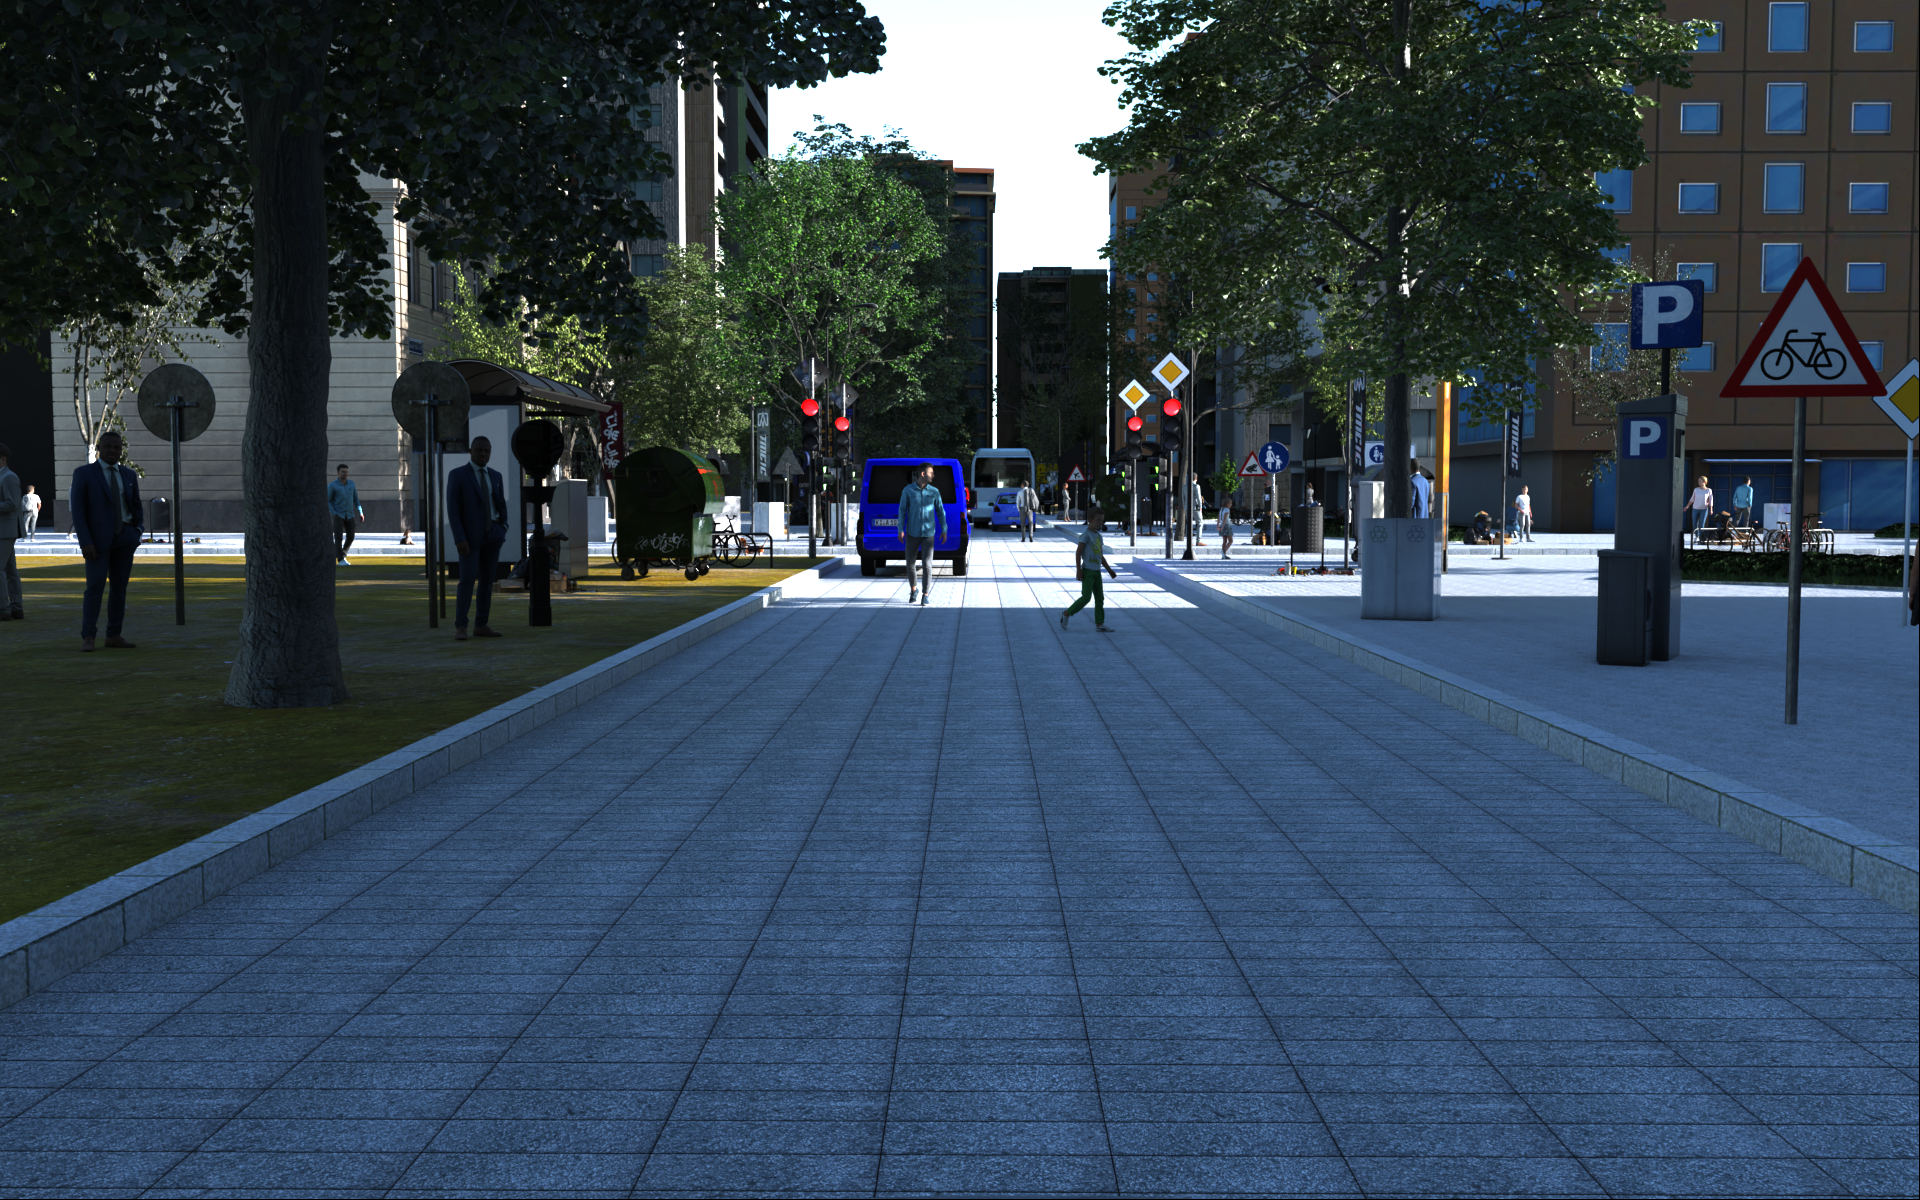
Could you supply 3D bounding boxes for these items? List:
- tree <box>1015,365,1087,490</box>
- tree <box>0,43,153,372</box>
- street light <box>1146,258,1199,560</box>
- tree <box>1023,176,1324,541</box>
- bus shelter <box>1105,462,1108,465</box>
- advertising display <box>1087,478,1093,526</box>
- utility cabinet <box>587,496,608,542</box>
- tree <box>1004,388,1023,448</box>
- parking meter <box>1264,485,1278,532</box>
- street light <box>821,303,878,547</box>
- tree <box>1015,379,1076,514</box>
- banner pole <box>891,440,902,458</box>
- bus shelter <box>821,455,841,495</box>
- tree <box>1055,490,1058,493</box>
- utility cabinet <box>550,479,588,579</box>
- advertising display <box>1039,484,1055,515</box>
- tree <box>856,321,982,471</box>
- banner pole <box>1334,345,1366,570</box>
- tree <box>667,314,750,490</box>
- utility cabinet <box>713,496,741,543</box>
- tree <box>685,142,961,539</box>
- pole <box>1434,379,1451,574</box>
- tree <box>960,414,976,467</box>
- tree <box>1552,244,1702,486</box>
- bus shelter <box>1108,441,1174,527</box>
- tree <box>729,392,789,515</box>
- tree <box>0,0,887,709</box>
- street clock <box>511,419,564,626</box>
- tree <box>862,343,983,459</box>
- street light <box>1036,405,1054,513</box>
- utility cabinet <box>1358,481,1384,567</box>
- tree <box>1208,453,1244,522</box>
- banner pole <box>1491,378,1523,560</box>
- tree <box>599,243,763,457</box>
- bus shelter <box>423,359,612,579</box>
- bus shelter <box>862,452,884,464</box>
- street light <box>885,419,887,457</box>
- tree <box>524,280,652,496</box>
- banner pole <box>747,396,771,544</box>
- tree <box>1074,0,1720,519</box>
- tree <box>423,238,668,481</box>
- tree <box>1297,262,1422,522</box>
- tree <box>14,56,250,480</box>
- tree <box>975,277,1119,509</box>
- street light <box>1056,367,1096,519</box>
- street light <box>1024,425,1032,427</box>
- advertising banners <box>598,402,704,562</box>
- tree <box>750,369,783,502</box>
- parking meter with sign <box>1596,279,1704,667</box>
[{"bbox_3d":[5.440,-8.971,97.046,4.360,8.622,3.978,0,3,0],"label":"tree"},{"bbox_3d":[-11.871,-4.308,20.802,4.737,8.622,4.395,0,3,0],"label":"tree"},{"bbox_3d":[3.930,-3.733,33.579,1.470,5.913,1.316,0,4,1],"label":"street light"},{"bbox_3d":[6.324,-6.887,47.011,7.601,10.594,8.767,1,4,13],"label":"tree"},{"bbox_3d":[8.354,-5.611,85.666,2.014,3.302,5.546,0,4,1],"label":"bus shelter"},{"bbox_3d":[5.268,-3.982,70.312,0.123,1.923,0.974,0,4,-2],"label":"advertising display"},{"bbox_3d":[-9.990,-2.164,46.545,1.020,1.237,0.306,0,4,4],"label":"utility cabinet"},{"bbox_3d":[7.124,-12.150,133.068,8.767,10.594,7.601,3,5,45],"label":"tree"},{"bbox_3d":[8.928,-2.528,49.740,0.372,1.533,0.369,0,3,0],"label":"parking meter"},{"bbox_3d":[-2.700,-4.265,42.268,1.470,5.913,1.316,0,4,1],"label":"street light"},{"bbox_3d":[5.590,-9.702,108.984,4.737,8.622,4.395,0,3,0],"label":"tree"},{"bbox_3d":[-2.702,-5.124,73.798,0.863,3.779,0.401,-3,4,-36],"label":"banner pole"},{"bbox_3d":[-6.711,-5.936,90.985,2.014,3.302,5.546,0,4,1],"label":"bus shelter"},{"bbox_3d":[6.590,-7.376,115.203,1.663,3.219,1.824,0,3,0],"label":"tree"},{"bbox_3d":[-5.930,-1.075,26.257,0.318,1.500,1.173,0,4,0],"label":"utility cabinet"},{"bbox_3d":[5.305,-6.118,105.247,0.974,1.923,0.123,0,4,-7],"label":"advertising display"},{"bbox_3d":[-3.242,-11.970,112.718,9.611,12.733,9.660,0,3,0],"label":"tree"},{"bbox_3d":[6.588,-2.381,28.953,0.401,3.779,0.863,-1,4,-13],"label":"banner pole"},{"bbox_3d":[-11.171,-7.332,70.244,4.737,8.622,4.395,0,3,0],"label":"tree"},{"bbox_3d":[-6.229,-2.085,45.249,1.020,1.237,0.306,-3,5,-42],"label":"utility cabinet"},{"bbox_3d":[-4.119,-7.623,50.384,9.928,11.665,9.643,0,3,0],"label":"tree"},{"bbox_3d":[7.719,-2.072,27.721,0.158,3.312,0.155,0,3,0],"label":"pole"},{"bbox_3d":[-1.791,-16.312,184.824,7.486,12.596,7.792,0,3,0],"label":"tree"},{"bbox_3d":[20.070,-6.192,51.608,4.360,8.622,3.978,0,3,0],"label":"tree"},{"bbox_3d":[7.205,-4.595,69.046,2.014,3.302,5.546,0,4,1],"label":"bus shelter"},{"bbox_3d":[-12.373,-9.395,103.972,4.360,8.622,3.978,0,3,0],"label":"tree"},{"bbox_3d":[-4.174,-6.344,10.375,9.857,13.997,8.962,0,3,0],"label":"tree"},{"bbox_3d":[-4.098,-0.751,16.850,0.471,2.002,0.358,-2,4,-25],"label":"street clock"},{"bbox_3d":[-2.643,-10.283,102.545,8.767,10.594,7.601,1,4,9],"label":"tree"},{"bbox_3d":[4.633,-7.199,90.250,1.470,5.913,1.316,0,4,1],"label":"street light"},{"bbox_3d":[7.436,-1.325,30.349,1.173,1.500,0.318,-3,5,-45],"label":"utility cabinet"},{"bbox_3d":[12.615,-5.298,81.221,1.663,3.219,1.824,0,3,0],"label":"tree"},{"bbox_3d":[10.703,-2.671,33.687,0.401,3.779,0.863,-1,4,-15],"label":"banner pole"},{"bbox_3d":[-12.523,-9.781,78.049,7.486,12.596,7.792,0,3,0],"label":"tree"},{"bbox_3d":[-7.334,-2.126,28.686,2.014,3.302,5.546,0,4,1],"label":"bus shelter"},{"bbox_3d":[-3.668,-5.590,85.324,2.014,3.302,5.546,0,4,1],"label":"bus shelter"},{"bbox_3d":[-2.421,-5.916,69.269,1.470,5.913,1.316,0,4,1],"label":"street light"},{"bbox_3d":[-12.571,-6.631,58.773,4.360,8.622,3.978,0,3,0],"label":"tree"},{"bbox_3d":[-5.122,-3.309,44.127,0.863,3.779,0.401,3,4,38],"label":"banner pole"},{"bbox_3d":[5.263,-6.300,21.128,7.486,12.596,7.792,0,3,0],"label":"tree"},{"bbox_3d":[-10.466,-5.708,43.687,4.737,8.622,4.395,0,3,0],"label":"tree"},{"bbox_3d":[12.379,-6.377,54.630,4.737,8.622,4.395,0,3,0],"label":"tree"},{"bbox_3d":[-12.963,-4.639,26.210,4.360,8.622,3.978,0,3,0],"label":"tree"},{"bbox_3d":[7.617,-17.922,148.913,12.611,20.169,13.585,0,3,0],"label":"tree"},{"bbox_3d":[4.367,-5.551,63.303,1.470,5.913,1.316,0,4,1],"label":"street light"},{"bbox_3d":[4.919,-8.843,117.131,1.470,5.913,1.316,0,4,1],"label":"street light"},{"bbox_3d":[-5.861,-2.237,32.758,2.074,3.025,0.090,0,4,8],"label":"advertising banners"},{"bbox_3d":[-11.595,-8.925,96.286,4.737,8.622,4.395,0,3,0],"label":"tree"},{"bbox_3d":[5.382,-1.058,13.564,0.543,3.016,1.738,2,4,30],"label":"parking meter with sign"}]
